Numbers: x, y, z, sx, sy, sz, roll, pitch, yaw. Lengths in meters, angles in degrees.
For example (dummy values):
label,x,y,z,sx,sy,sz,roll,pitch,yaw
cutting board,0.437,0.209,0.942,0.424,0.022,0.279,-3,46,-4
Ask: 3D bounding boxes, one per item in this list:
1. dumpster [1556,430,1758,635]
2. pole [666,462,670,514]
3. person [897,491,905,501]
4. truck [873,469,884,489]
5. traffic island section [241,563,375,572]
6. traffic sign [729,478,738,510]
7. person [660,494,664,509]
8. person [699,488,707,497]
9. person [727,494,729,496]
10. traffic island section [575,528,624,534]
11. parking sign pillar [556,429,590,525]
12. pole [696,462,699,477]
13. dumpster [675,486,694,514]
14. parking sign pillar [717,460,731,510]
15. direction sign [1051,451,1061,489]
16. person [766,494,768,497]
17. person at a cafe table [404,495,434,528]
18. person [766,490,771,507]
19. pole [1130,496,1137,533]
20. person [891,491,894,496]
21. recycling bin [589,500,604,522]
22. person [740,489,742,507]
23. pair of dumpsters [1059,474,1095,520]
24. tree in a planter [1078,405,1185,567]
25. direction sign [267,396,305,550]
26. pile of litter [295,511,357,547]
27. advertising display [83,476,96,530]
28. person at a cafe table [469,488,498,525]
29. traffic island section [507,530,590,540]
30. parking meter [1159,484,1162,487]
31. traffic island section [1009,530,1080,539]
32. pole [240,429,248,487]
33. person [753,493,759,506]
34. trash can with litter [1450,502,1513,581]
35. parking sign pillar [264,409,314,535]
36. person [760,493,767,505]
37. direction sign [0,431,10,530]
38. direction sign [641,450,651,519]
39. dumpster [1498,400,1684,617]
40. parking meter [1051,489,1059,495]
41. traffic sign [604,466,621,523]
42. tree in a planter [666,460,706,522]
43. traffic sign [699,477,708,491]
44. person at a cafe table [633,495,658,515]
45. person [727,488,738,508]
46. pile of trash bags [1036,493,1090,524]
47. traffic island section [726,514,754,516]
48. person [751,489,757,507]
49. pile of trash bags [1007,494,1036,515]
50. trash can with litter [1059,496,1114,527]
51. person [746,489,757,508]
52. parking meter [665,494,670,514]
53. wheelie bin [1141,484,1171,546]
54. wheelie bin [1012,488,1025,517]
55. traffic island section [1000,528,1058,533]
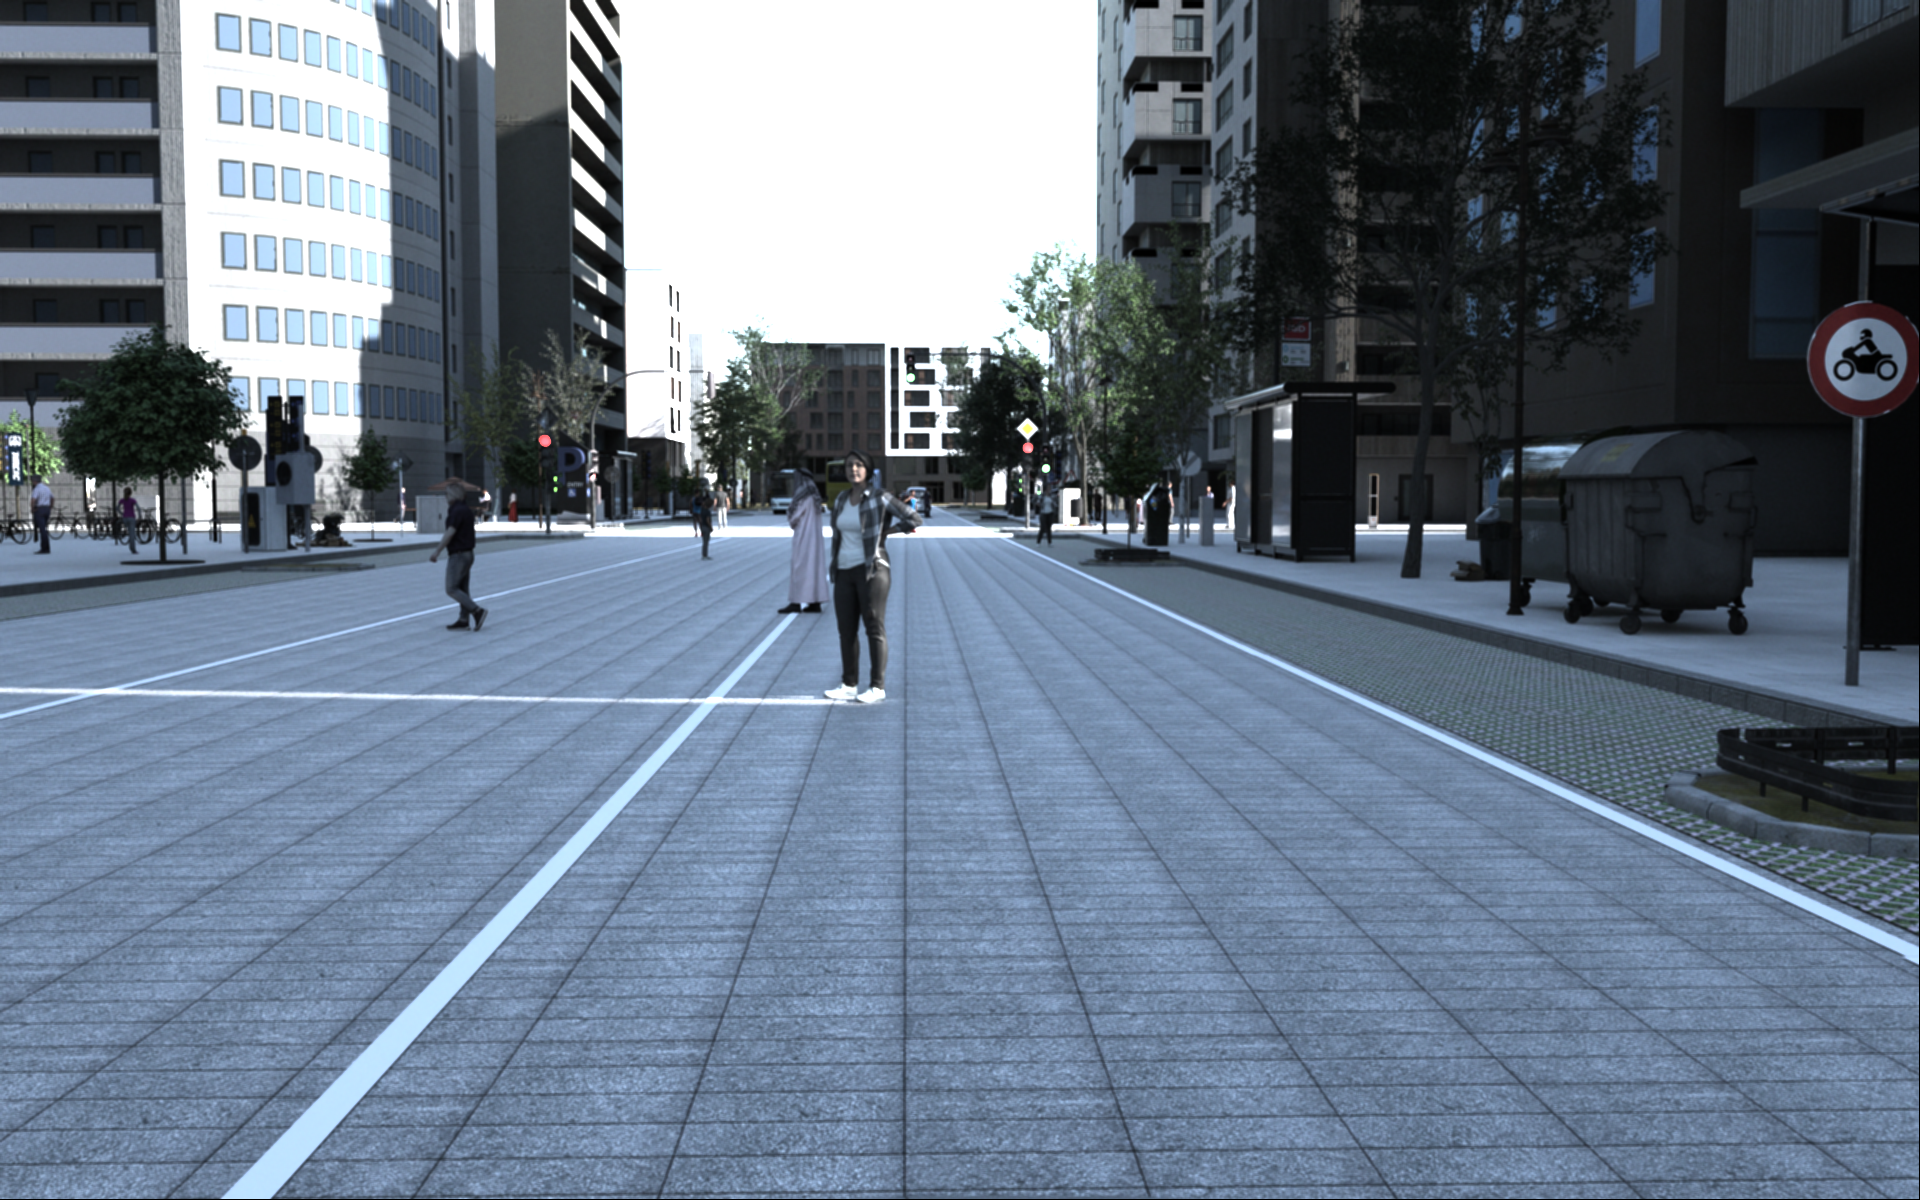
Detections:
label,x,y,z,sx,sy,sz,roll,pitch,yaw
dumpster,6.604,-0.654,16.449,1.264,1.857,1.865,0,4,-2
pole,-18.357,-7.025,108.698,0.158,3.312,0.155,0,3,0
person,-5.168,-8.839,153.743,1.217,1.736,0.721,3,5,41
truck,-9.802,-11.794,182.592,2.967,4.110,18.799,0,4,-1
traffic island section,-12.211,-0.604,32.735,1.991,0.108,1.994,0,4,-2
traffic sign,-18.206,-8.500,139.073,0.768,2.556,0.104,0,4,8
person,-24.778,-8.356,144.129,0.415,1.643,0.593,0,4,0
person,-20.777,-8.275,141.478,1.348,1.807,0.705,0,4,-8
person,-26.427,-11.521,195.190,1.217,1.735,0.721,-3,5,-39
traffic island section,-13.500,-2.531,63.661,2.009,0.180,2.903,0,4,-2
parking sign pillar,-15.939,-5.073,71.414,1.447,3.967,1.447,1,4,10
pole,-16.781,-7.150,110.749,0.158,3.312,0.155,0,3,0
dumpster,-17.570,-6.386,110.163,1.264,1.857,1.865,0,4,-2
parking sign pillar,-18.904,-9.112,137.449,1.447,3.967,1.447,-2,4,-26
direction sign,4.933,-6.026,90.514,0.876,3.537,0.379,-2,4,-32
person,-20.585,-11.195,189.222,1.348,1.807,0.705,0,4,8
person at a cafe table,-19.917,-3.331,65.322,1.698,1.238,1.726,0,4,-8
person,-19.552,-10.413,177.018,0.721,1.735,1.217,1,4,12
pole,5.674,-3.832,56.503,0.158,3.312,0.155,0,3,0
person,-6.348,-9.463,163.742,0.617,1.759,0.750,-2,4,-33
recycling bin,-16.646,-4.069,79.079,0.722,1.027,0.722,-1,4,-19
person,-21.088,-9.863,168.011,0.721,1.736,1.217,0,4,7
pair of dumpsters,5.841,-5.149,86.678,1.574,2.255,4.437,0,4,-2
tree in a planter,3.417,-2.302,34.865,1.991,3.239,1.994,0,4,-2
direction sign,-15.544,-2.937,40.023,0.876,3.537,0.379,1,4,8
pile of litter,-15.506,-1.734,42.308,1.719,0.858,1.176,3,5,44
advertising display,-31.609,-3.529,62.915,0.123,1.923,0.974,-1,4,-10
person at a cafe table,-20.178,-3.910,72.447,1.622,1.524,1.698,0,4,-3
traffic island section,-13.253,-2.043,55.680,2.009,0.180,2.903,0,4,-2
parking meter,7.249,-3.572,64.110,0.399,1.863,0.255,2,4,25
traffic island section,2.761,-2.073,56.168,2.009,0.180,2.903,0,4,-2
pole,-22.447,-3.700,54.330,0.158,3.312,0.155,0,3,0
person,-22.926,-11.379,192.812,1.217,1.743,0.721,0,4,1
trash can with litter,7.820,-0.873,25.659,1.055,1.170,0.624,-2,4,-31
parking sign pillar,-21.260,-4.055,54.779,1.447,3.967,1.447,0,4,-6
person,-23.163,-12.142,205.089,1.217,1.766,0.721,-2,4,-33
direction sign,-34.595,-4.322,62.667,0.379,3.537,0.876,0,4,5
direction sign,-16.263,-5.982,89.806,0.379,3.537,0.876,1,4,19
dumpster,6.916,-1.001,18.863,1.502,2.255,1.985,0,4,-2
parking meter,4.408,-4.412,80.553,0.372,1.533,0.369,0,3,0
traffic sign,-15.666,-4.768,78.060,0.768,2.556,0.104,0,4,2
tree in a planter,-13.950,-5.587,88.566,1.991,3.239,1.994,0,4,-2
traffic sign,-19.479,-8.024,131.300,0.768,2.556,0.104,0,4,2
person at a cafe table,-19.551,-5.892,107.193,1.698,1.238,1.726,-2,4,-35
person,-19.555,-8.656,147.575,1.348,1.824,0.705,-1,4,-16
pile of trash bags,4.625,-4.072,76.332,1.912,1.369,3.447,0,4,-4
traffic island section,-14.784,-5.671,115.593,1.991,0.108,1.994,0,4,-2
person,-20.833,-10.263,174.285,0.683,1.767,0.568,-1,4,-20
pile of trash bags,4.359,-6.033,108.389,1.912,1.369,3.447,2,4,25
trash can with litter,5.008,-3.510,68.453,2.233,1.210,1.678,0,4,0
person,-19.692,-9.594,163.623,1.217,1.735,0.721,-1,4,-10
parking meter,-18.520,-6.170,109.286,0.372,1.533,0.369,0,3,0
wheelie bin,4.886,-2.147,43.005,0.693,1.594,0.980,0,4,-4
wheelie bin,3.330,-5.512,98.036,0.693,1.594,0.980,1,4,19
traffic island section,2.514,-2.561,64.150,2.009,0.180,2.903,0,4,-2
